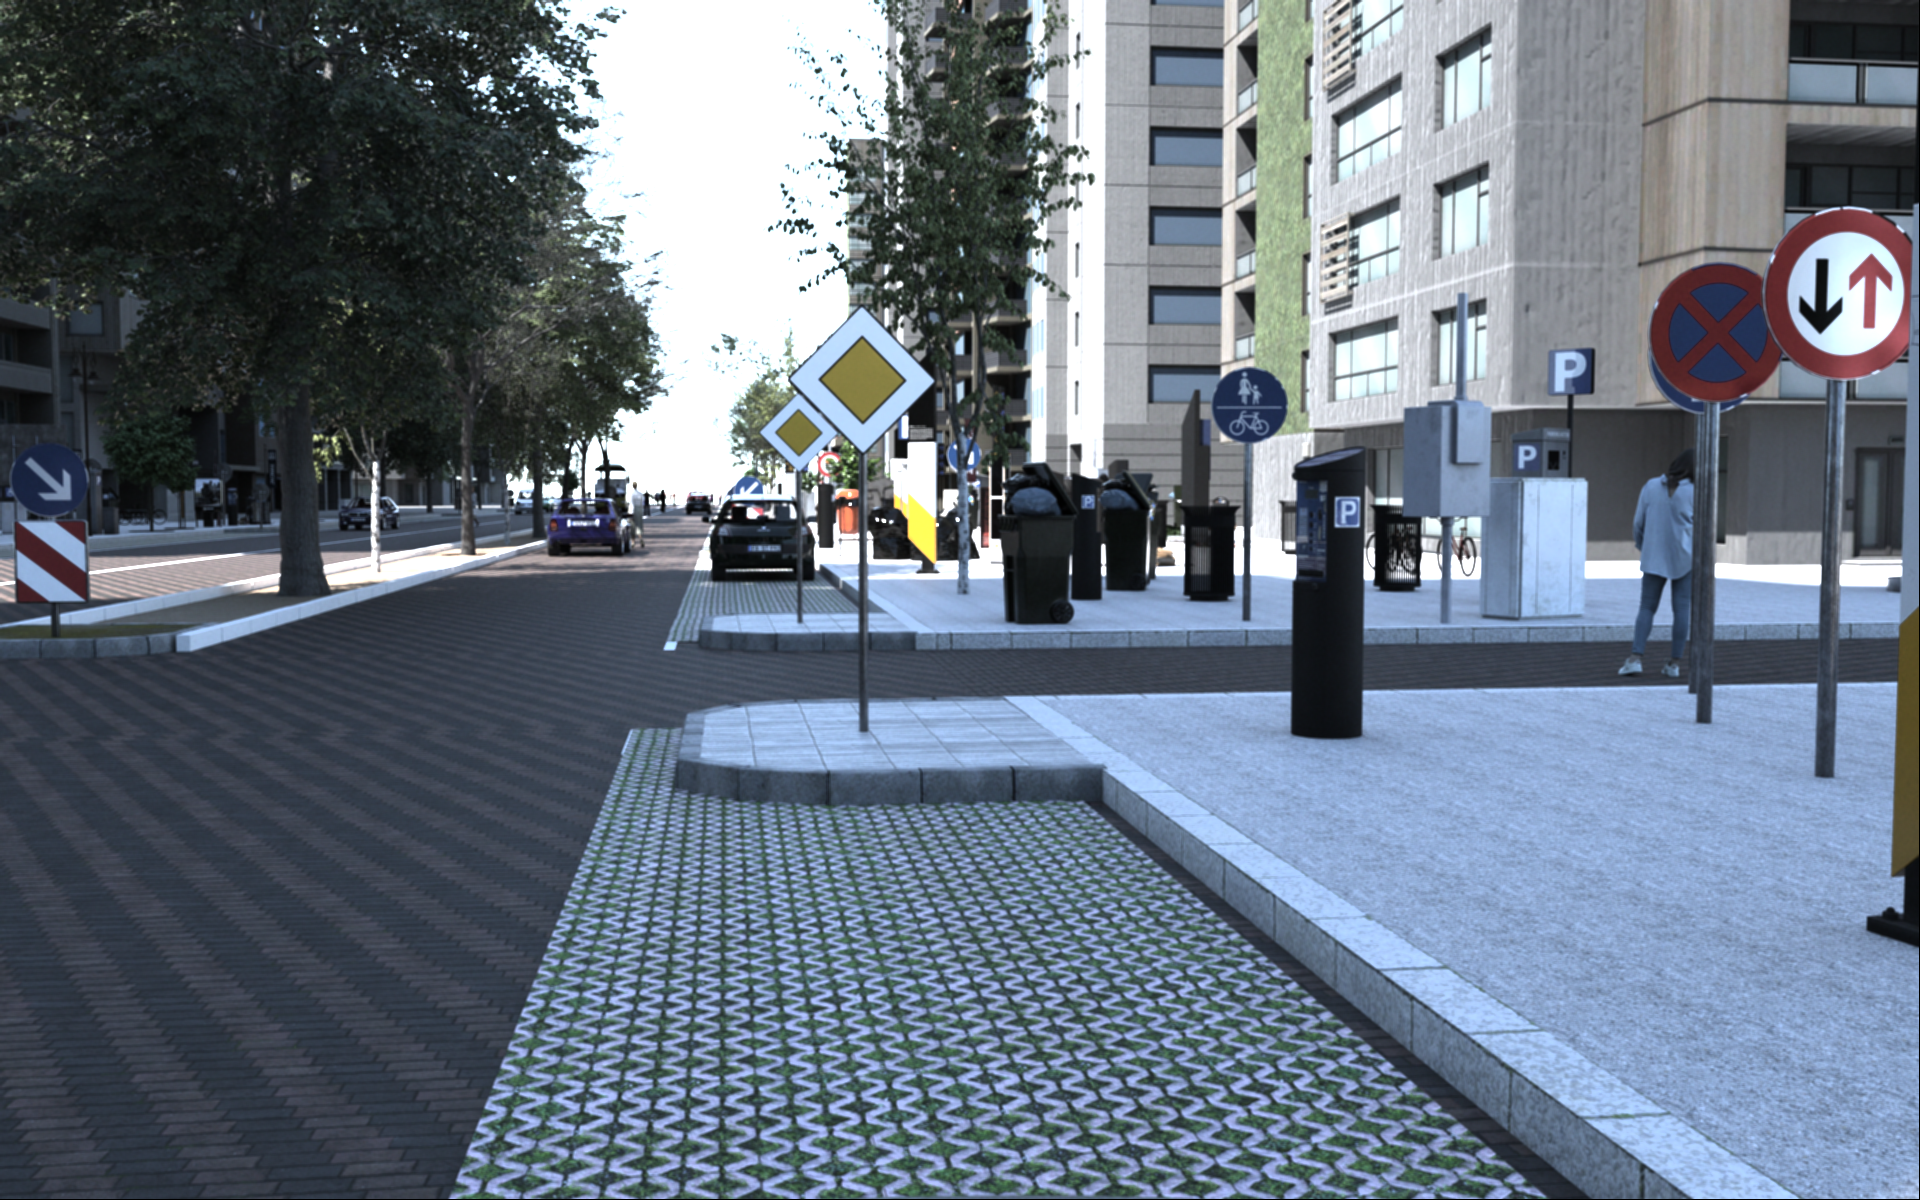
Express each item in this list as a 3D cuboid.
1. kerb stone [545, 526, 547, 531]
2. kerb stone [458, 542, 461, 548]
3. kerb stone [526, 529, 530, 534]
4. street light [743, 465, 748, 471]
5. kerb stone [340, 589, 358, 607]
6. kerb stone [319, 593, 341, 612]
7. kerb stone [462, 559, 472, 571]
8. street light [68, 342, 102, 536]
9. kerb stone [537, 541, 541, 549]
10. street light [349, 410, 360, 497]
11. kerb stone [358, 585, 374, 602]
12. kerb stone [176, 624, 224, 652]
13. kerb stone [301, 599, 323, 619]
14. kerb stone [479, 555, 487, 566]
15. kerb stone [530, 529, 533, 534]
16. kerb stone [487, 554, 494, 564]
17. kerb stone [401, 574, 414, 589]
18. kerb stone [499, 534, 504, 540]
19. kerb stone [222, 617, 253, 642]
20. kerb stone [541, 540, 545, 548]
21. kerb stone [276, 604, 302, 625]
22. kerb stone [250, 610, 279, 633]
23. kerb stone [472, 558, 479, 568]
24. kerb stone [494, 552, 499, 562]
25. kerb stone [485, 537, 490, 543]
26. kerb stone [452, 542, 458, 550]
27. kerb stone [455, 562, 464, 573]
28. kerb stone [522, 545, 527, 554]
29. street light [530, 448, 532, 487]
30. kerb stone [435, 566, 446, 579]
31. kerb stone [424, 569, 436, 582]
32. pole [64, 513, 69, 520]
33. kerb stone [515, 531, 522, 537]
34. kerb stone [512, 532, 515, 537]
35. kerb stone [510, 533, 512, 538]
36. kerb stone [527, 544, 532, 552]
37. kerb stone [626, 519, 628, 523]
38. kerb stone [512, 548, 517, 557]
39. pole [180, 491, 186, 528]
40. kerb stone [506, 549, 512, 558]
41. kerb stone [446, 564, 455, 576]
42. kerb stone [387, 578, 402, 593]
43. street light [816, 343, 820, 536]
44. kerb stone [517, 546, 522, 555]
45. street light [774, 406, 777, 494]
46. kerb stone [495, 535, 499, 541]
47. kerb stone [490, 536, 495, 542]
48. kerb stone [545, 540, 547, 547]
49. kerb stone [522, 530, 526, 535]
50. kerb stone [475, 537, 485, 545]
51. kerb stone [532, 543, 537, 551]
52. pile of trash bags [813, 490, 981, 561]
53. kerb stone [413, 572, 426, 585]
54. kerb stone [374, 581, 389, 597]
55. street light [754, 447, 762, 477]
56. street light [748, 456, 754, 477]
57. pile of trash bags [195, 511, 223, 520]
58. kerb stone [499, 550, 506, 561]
[{"bbox_3d":[-16.529,-2.904,69.793,0.120,0.150,1.000,0,4,-8],"label":"kerb stone"},{"bbox_3d":[-13.206,-1.420,45.408,0.120,0.150,1.000,0,4,-8],"label":"kerb stone"},{"bbox_3d":[-15.279,-2.352,60.651,0.120,0.150,1.000,0,4,-8],"label":"kerb stone"},{"bbox_3d":[-25.814,-14.566,210.934,0.468,5.910,1.993,0,4,-8],"label":"street light"},{"bbox_3d":[-7.960,-0.008,22.333,0.120,0.150,1.000,0,4,-8],"label":"kerb stone"},{"bbox_3d":[-7.819,0.055,21.320,0.120,0.150,1.000,0,4,-8],"label":"kerb stone"},{"bbox_3d":[-9.344,-0.631,32.504,0.120,0.150,1.000,0,4,-8],"label":"kerb stone"},{"bbox_3d":[-26.530,-4.883,52.622,0.468,5.910,1.993,0,4,-8],"label":"street light"},{"bbox_3d":[-11.000,-1.374,44.692,0.120,0.150,1.000,0,4,-8],"label":"kerb stone"},{"bbox_3d":[-31.730,-7.229,90.980,0.468,5.910,1.993,0,4,-8],"label":"street light"},{"bbox_3d":[-8.096,-0.071,23.361,0.120,0.150,1.000,0,4,-8],"label":"kerb stone"},{"bbox_3d":[-7.132,0.364,16.244,0.120,0.150,1.000,0,4,-8],"label":"kerb stone"},{"bbox_3d":[-7.677,0.120,20.300,0.120,0.150,1.000,0,4,-8],"label":"kerb stone"},{"bbox_3d":[-9.609,-0.754,34.531,0.120,0.150,1.000,0,4,-8],"label":"kerb stone"},{"bbox_3d":[-15.422,-2.414,61.662,0.120,0.150,1.000,0,4,-8],"label":"kerb stone"},{"bbox_3d":[-9.753,-0.811,35.544,0.120,0.150,1.000,0,4,-8],"label":"kerb stone"},{"bbox_3d":[-8.507,-0.257,26.400,0.120,0.150,1.000,0,4,-8],"label":"kerb stone"},{"bbox_3d":[-14.314,-1.914,53.540,0.120,0.150,1.000,0,4,-8],"label":"kerb stone"},{"bbox_3d":[-7.267,0.304,17.257,0.120,0.150,1.000,0,4,-8],"label":"kerb stone"},{"bbox_3d":[-11.132,-1.436,45.705,0.120,0.150,1.000,0,4,-8],"label":"kerb stone"},{"bbox_3d":[-7.545,0.178,19.286,0.120,0.150,1.000,0,4,-8],"label":"kerb stone"},{"bbox_3d":[-7.406,0.243,18.274,0.120,0.150,1.000,0,4,-8],"label":"kerb stone"},{"bbox_3d":[-9.482,-0.692,33.517,0.120,0.150,1.000,0,4,-8],"label":"kerb stone"},{"bbox_3d":[-9.903,-0.879,36.559,0.120,0.150,1.000,0,4,-8],"label":"kerb stone"},{"bbox_3d":[-13.898,-1.731,50.489,0.120,0.150,1.000,0,4,-8],"label":"kerb stone"},{"bbox_3d":[-13.074,-1.350,44.395,0.120,0.150,1.000,0,4,-8],"label":"kerb stone"},{"bbox_3d":[-9.203,-0.562,31.492,0.120,0.150,1.000,0,4,-8],"label":"kerb stone"},{"bbox_3d":[-10.579,-1.189,41.639,0.120,0.150,1.000,0,4,-8],"label":"kerb stone"},{"bbox_3d":[-42.869,-12.244,172.975,0.468,5.910,1.993,0,4,-8],"label":"street light"},{"bbox_3d":[-8.924,-0.444,29.456,0.120,0.150,1.000,0,4,-8],"label":"kerb stone"},{"bbox_3d":[-8.788,-0.382,28.440,0.120,0.150,1.000,0,4,-8],"label":"kerb stone"},{"bbox_3d":[-44.768,-5.676,86.640,0.158,3.312,0.155,0,3,0],"label":"pole"},{"bbox_3d":[-15.014,-2.228,58.620,0.120,0.150,1.000,0,4,-8],"label":"kerb stone"},{"bbox_3d":[-14.736,-2.104,56.588,0.120,0.150,1.000,0,4,-8],"label":"kerb stone"},{"bbox_3d":[-14.591,-2.041,55.570,0.120,0.150,1.000,0,4,-8],"label":"kerb stone"},{"bbox_3d":[-10.721,-1.252,42.659,0.120,0.150,1.000,0,4,-8],"label":"kerb stone"},{"bbox_3d":[-17.066,-4.109,89.376,0.120,0.150,1.000,0,4,-8],"label":"kerb stone"},{"bbox_3d":[-10.310,-1.065,39.602,0.120,0.150,1.000,0,4,-8],"label":"kerb stone"},{"bbox_3d":[-29.061,-4.333,64.693,0.158,3.312,0.155,0,3,0],"label":"pole"},{"bbox_3d":[-10.163,-1.003,38.591,0.120,0.150,1.000,0,4,-8],"label":"kerb stone"},{"bbox_3d":[-9.065,-0.506,30.474,0.120,0.150,1.000,0,4,-8],"label":"kerb stone"},{"bbox_3d":[-8.366,-0.195,25.387,0.120,0.150,1.000,0,4,-8],"label":"kerb stone"},{"bbox_3d":[-4.359,-4.921,53.246,0.468,5.910,1.993,0,4,-8],"label":"street light"},{"bbox_3d":[-10.447,-1.120,40.622,0.120,0.150,1.000,0,4,-8],"label":"kerb stone"},{"bbox_3d":[-9.700,-7.238,91.122,0.468,5.910,1.993,0,4,-8],"label":"street light"},{"bbox_3d":[-14.180,-1.855,52.527,0.120,0.150,1.000,0,4,-8],"label":"kerb stone"},{"bbox_3d":[-14.044,-1.793,51.514,0.120,0.150,1.000,0,4,-8],"label":"kerb stone"},{"bbox_3d":[-11.271,-1.500,46.723,0.120,0.150,1.000,0,4,-8],"label":"kerb stone"},{"bbox_3d":[-15.144,-2.285,59.638,0.120,0.150,1.000,0,4,-8],"label":"kerb stone"},{"bbox_3d":[-13.760,-1.669,49.477,0.120,0.150,1.000,0,4,-8],"label":"kerb stone"},{"bbox_3d":[-10.859,-1.314,43.672,0.120,0.150,1.000,0,4,-8],"label":"kerb stone"},{"bbox_3d":[-1.212,-1.510,34.442,3.447,1.369,1.912,3,5,40],"label":"pile of trash bags"},{"bbox_3d":[-8.649,-0.319,27.421,0.120,0.150,1.000,0,4,-8],"label":"kerb stone"},{"bbox_3d":[-8.233,-0.128,24.374,0.120,0.150,1.000,0,4,-8],"label":"kerb stone"},{"bbox_3d":[-14.912,-9.582,129.461,0.468,5.910,1.993,0,4,-8],"label":"street light"},{"bbox_3d":[-19.949,-11.902,167.378,0.468,5.910,1.993,0,4,-8],"label":"street light"},{"bbox_3d":[-38.611,-4.722,86.955,3.447,1.369,1.912,2,4,30],"label":"pile of trash bags"},{"bbox_3d":[-10.022,-0.941,37.574,0.120,0.150,1.000,0,4,-8],"label":"kerb stone"}]
